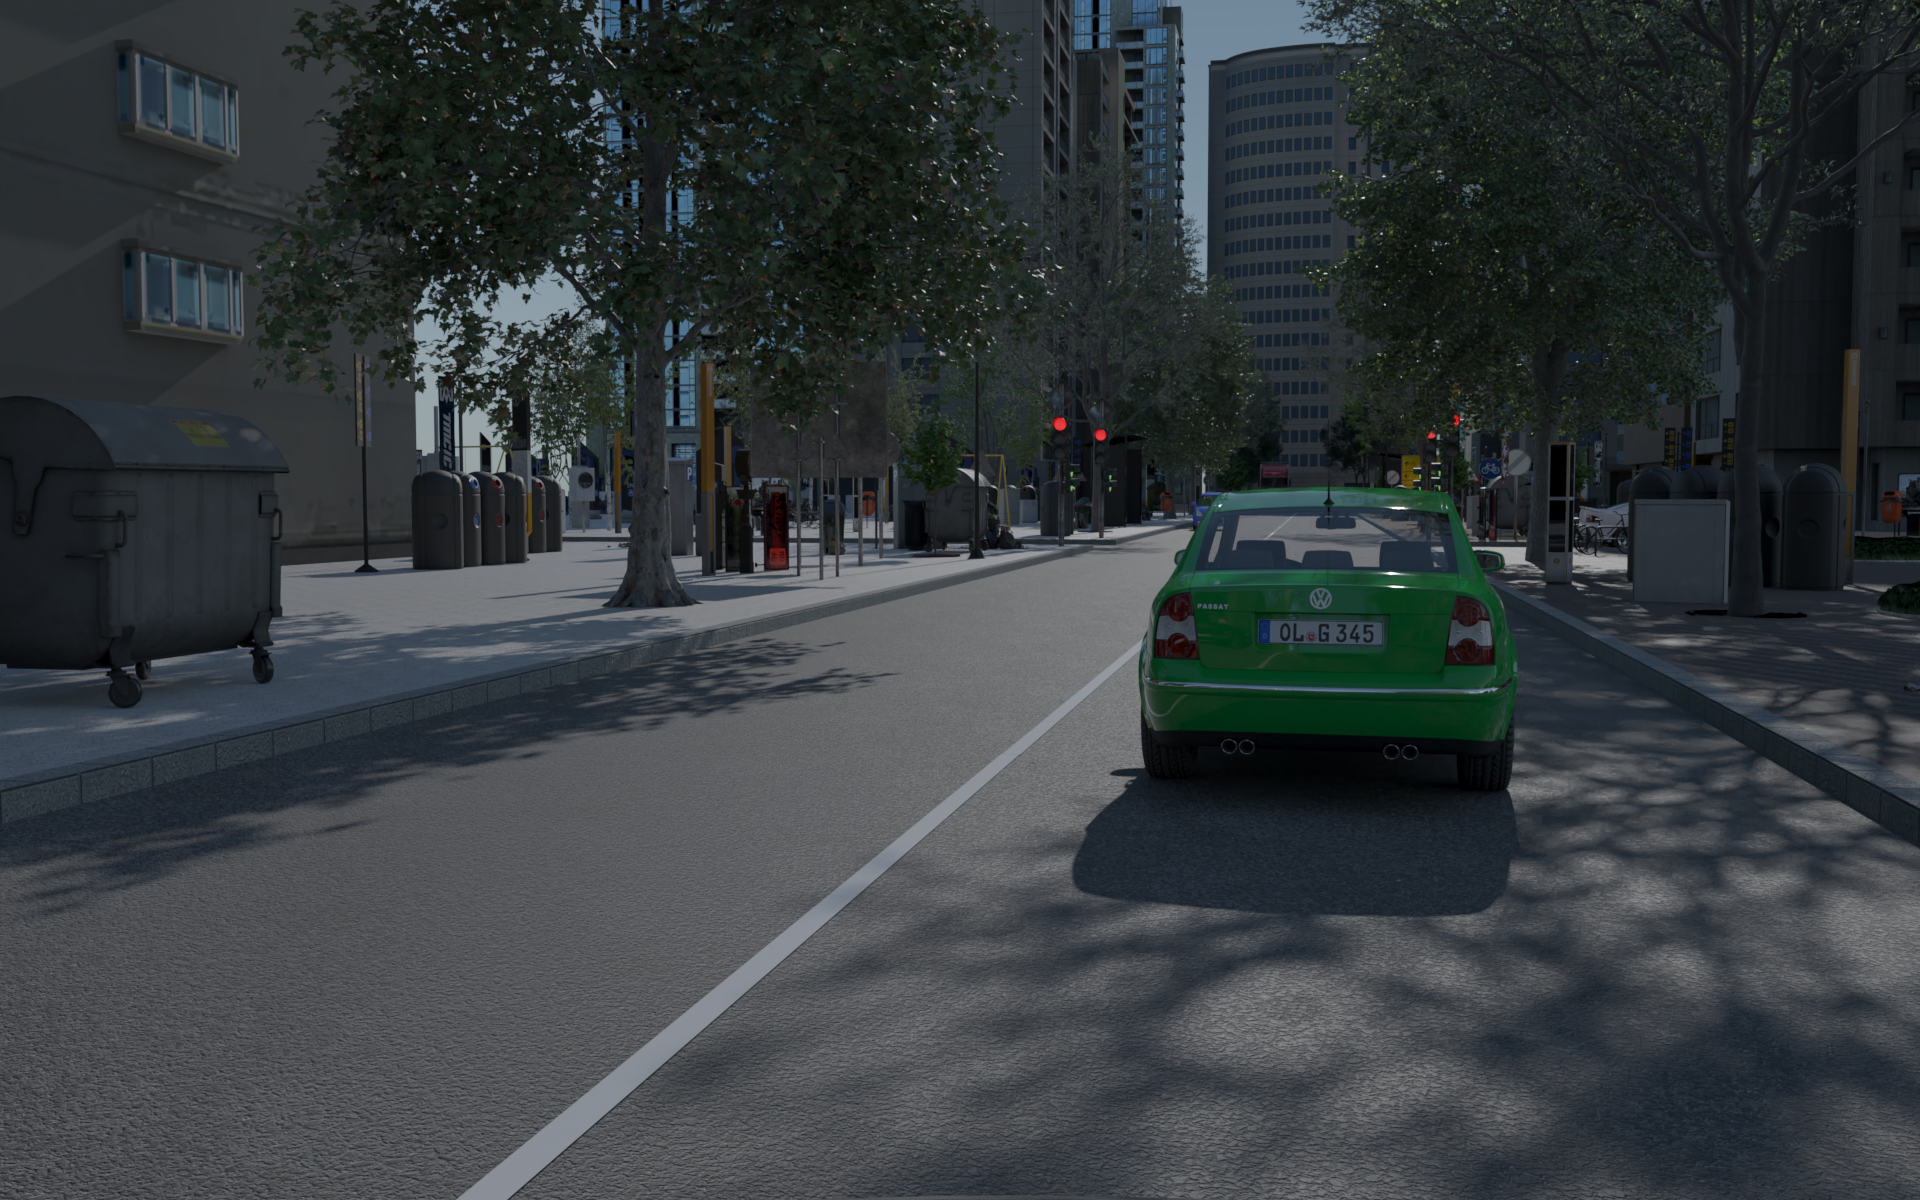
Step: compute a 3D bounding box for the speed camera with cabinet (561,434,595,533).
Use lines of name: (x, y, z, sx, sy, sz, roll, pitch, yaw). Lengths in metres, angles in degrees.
speed camera with cabinet: (-12.995, -3.812, 56.655, 2.038, 3.252, 0.660, -3, 5, -40)

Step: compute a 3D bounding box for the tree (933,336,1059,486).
tree: (2.059, -10.820, 102.661, 9.928, 11.665, 9.643, 0, 3, 0)

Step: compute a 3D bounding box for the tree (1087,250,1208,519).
tree: (10.788, -11.160, 89.114, 9.857, 13.997, 8.962, 0, 3, 0)

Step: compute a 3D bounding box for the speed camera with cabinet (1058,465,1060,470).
speed camera with cabinet: (6.289, -7.536, 117.551, 0.660, 3.252, 2.038, -1, 4, -19)

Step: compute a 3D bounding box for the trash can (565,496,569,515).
trash can: (-23.813, -5.653, 104.081, 0.748, 1.137, 0.748, 0, 3, 0)

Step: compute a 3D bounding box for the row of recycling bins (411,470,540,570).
row of recycling bins: (-8.771, -1.458, 30.949, 1.069, 1.692, 3.534, 1, 4, 9)

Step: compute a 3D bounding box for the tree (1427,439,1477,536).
tree: (14.904, -3.567, 52.916, 1.663, 3.219, 1.824, 0, 3, 0)

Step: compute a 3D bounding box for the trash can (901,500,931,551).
trash can: (-0.961, -1.698, 39.422, 0.748, 1.137, 0.748, 0, 3, 0)

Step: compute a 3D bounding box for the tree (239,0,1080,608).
tree: (-3.444, -6.274, 19.590, 9.611, 12.733, 9.660, 0, 3, 0)

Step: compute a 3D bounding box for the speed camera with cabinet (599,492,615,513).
speed camera with cabinet: (-23.898, -7.357, 114.624, 2.038, 3.252, 0.660, 1, 4, 17)

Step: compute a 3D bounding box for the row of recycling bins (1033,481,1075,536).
row of recycling bins: (3.031, -2.879, 54.191, 1.069, 1.692, 3.534, 0, 4, 6)

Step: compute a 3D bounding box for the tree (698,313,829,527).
tree: (-6.857, -6.583, 57.987, 4.360, 8.622, 3.978, 0, 3, 0)

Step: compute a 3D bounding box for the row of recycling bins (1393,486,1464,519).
row of recycling bins: (22.687, -4.702, 83.991, 3.534, 1.692, 1.069, 0, 4, -6)

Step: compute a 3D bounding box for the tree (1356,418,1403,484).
tree: (34.740, -11.785, 143.039, 4.360, 8.622, 3.978, 0, 3, 0)

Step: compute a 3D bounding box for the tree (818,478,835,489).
tree: (-7.223, -9.036, 98.093, 4.737, 8.622, 4.395, 0, 3, 0)

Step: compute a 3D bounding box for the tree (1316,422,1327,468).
tree: (37.573, -13.827, 160.485, 8.767, 10.594, 7.601, -1, 4, -13)

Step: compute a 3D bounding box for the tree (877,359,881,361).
tree: (-6.256, -7.536, 73.571, 4.360, 8.622, 3.978, 0, 3, 0)

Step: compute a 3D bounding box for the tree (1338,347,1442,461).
tree: (29.112, -11.659, 116.380, 9.928, 11.665, 9.643, 0, 3, 0)

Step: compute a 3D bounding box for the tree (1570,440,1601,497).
tree: (21.355, -4.031, 60.501, 1.663, 3.219, 1.824, 0, 3, 0)

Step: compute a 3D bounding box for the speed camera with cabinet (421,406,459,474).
speed camera with cabinet: (-11.058, -2.736, 39.065, 2.038, 3.252, 0.660, 0, 4, 7)

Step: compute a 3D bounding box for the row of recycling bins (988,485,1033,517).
row of recycling bins: (2.768, -4.625, 82.734, 3.534, 1.692, 1.069, 1, 4, 18)

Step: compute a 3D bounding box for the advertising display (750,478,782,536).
advertising display: (-5.981, -2.951, 53.465, 0.974, 1.923, 0.123, -1, 4, -17)

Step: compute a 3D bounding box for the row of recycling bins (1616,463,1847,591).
row of recycling bins: (10.900, -1.065, 24.518, 1.069, 1.692, 3.534, -2, 4, -24)

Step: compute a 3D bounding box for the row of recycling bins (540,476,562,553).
row of recycling bins: (-9.510, -1.842, 37.223, 1.069, 1.692, 3.534, 0, 4, 7)

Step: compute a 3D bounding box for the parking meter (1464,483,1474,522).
parking meter: (23.681, -4.579, 80.572, 0.399, 1.863, 0.255, 0, 4, -7)

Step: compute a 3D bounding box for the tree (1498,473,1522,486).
tree: (25.289, -5.170, 79.132, 1.663, 3.219, 1.824, 0, 3, 0)

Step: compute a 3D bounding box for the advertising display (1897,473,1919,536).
advertising display: (29.143, -2.916, 52.891, 0.123, 1.923, 0.974, -3, 5, -39)

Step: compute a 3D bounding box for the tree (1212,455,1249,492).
tree: (21.542, -9.418, 137.697, 4.285, 4.588, 4.351, 0, 3, 0)

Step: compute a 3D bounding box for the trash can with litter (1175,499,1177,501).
trash can with litter: (14.830, -6.739, 121.567, 0.624, 1.170, 1.055, 1, 4, 18)

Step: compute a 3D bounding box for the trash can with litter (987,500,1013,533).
trash can with litter: (1.137, -2.603, 53.952, 1.055, 1.170, 0.624, 1, 4, 12)

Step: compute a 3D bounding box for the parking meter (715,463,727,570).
parking meter: (-4.162, -1.447, 29.365, 0.399, 1.863, 0.255, 0, 4, 4)

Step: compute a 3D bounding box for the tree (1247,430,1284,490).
tree: (31.451, -15.482, 187.540, 8.767, 10.594, 7.601, 3, 4, 36)

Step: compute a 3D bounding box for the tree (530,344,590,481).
tree: (-18.445, -7.844, 78.619, 4.360, 8.622, 3.978, 0, 3, 0)

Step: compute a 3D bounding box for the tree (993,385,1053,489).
tree: (4.453, -9.945, 112.963, 4.737, 8.622, 4.395, 0, 3, 0)

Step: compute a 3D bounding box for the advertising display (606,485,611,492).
advertising display: (-24.036, -6.919, 118.338, 0.123, 1.923, 0.974, -2, 4, -24)

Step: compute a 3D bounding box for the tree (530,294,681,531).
tree: (-12.082, -6.737, 60.512, 4.737, 8.622, 4.395, 0, 3, 0)

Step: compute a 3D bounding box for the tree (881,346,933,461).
tree: (-3.098, -8.243, 85.131, 4.360, 8.622, 3.978, 0, 3, 0)

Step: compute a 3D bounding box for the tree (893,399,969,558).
tree: (-0.640, -2.496, 35.407, 1.663, 3.219, 1.824, 0, 3, 0)

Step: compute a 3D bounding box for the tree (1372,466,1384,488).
tree: (26.360, -6.942, 108.110, 1.663, 3.219, 1.824, 0, 3, 0)

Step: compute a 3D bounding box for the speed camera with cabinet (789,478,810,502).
speed camera with cabinet: (-9.154, -6.111, 94.248, 2.038, 3.252, 0.660, 1, 4, 15)

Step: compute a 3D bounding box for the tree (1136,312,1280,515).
tree: (13.972, -11.445, 105.254, 7.486, 12.596, 7.792, 0, 3, 0)

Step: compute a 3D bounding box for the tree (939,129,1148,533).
tree: (4.647, -9.021, 57.864, 12.009, 13.543, 11.850, 0, 3, 0)

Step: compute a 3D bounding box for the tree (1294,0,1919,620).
tree: (8.242, -6.580, 17.953, 12.009, 13.543, 11.850, 0, 3, 0)

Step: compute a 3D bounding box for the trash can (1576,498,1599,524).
trash can: (21.300, -2.886, 58.837, 0.748, 1.137, 0.748, 0, 3, 0)

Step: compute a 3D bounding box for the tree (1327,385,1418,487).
tree: (31.850, -11.984, 130.359, 7.601, 10.594, 8.767, 1, 4, 14)

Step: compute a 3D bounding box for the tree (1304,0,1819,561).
tree: (11.164, -7.731, 33.054, 9.857, 13.997, 8.962, 0, 3, 0)
